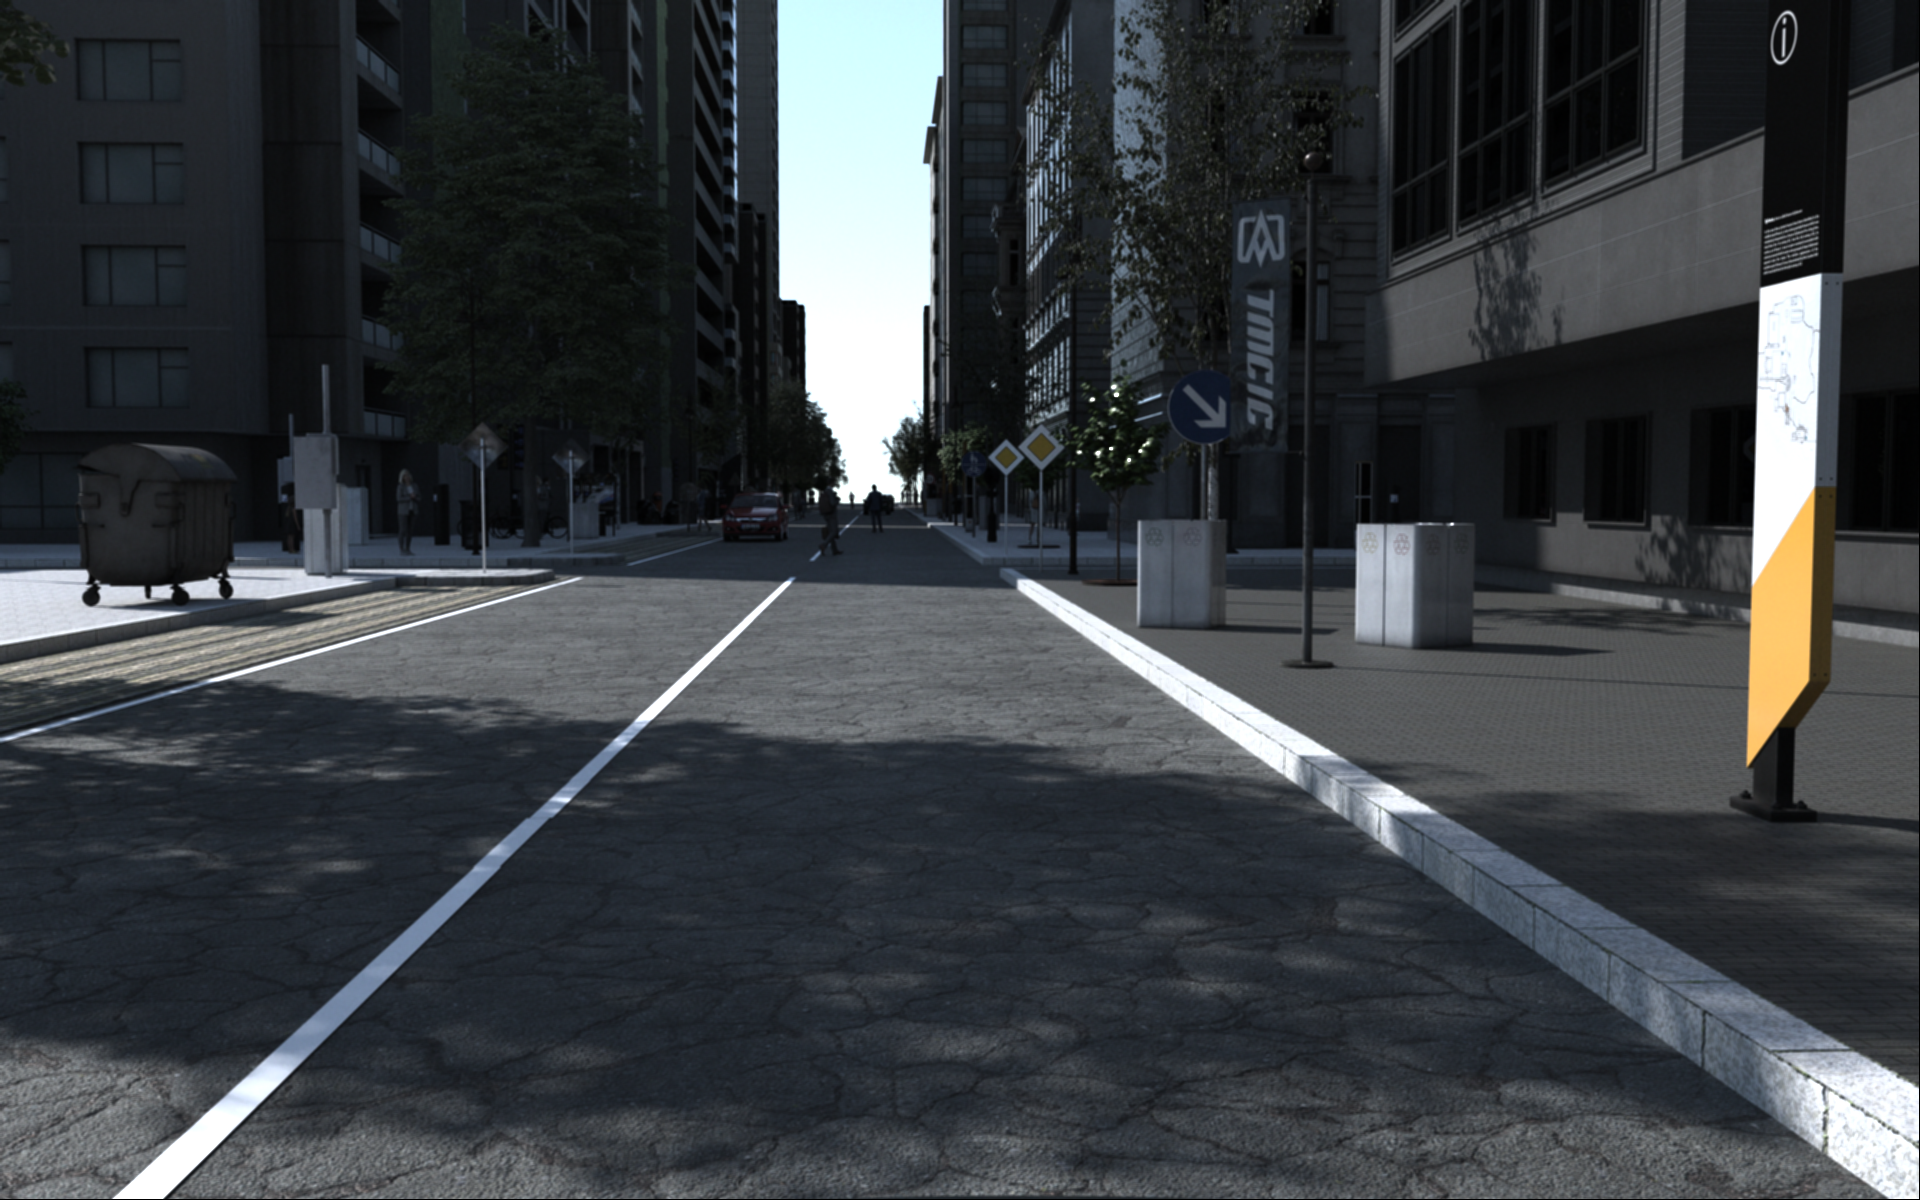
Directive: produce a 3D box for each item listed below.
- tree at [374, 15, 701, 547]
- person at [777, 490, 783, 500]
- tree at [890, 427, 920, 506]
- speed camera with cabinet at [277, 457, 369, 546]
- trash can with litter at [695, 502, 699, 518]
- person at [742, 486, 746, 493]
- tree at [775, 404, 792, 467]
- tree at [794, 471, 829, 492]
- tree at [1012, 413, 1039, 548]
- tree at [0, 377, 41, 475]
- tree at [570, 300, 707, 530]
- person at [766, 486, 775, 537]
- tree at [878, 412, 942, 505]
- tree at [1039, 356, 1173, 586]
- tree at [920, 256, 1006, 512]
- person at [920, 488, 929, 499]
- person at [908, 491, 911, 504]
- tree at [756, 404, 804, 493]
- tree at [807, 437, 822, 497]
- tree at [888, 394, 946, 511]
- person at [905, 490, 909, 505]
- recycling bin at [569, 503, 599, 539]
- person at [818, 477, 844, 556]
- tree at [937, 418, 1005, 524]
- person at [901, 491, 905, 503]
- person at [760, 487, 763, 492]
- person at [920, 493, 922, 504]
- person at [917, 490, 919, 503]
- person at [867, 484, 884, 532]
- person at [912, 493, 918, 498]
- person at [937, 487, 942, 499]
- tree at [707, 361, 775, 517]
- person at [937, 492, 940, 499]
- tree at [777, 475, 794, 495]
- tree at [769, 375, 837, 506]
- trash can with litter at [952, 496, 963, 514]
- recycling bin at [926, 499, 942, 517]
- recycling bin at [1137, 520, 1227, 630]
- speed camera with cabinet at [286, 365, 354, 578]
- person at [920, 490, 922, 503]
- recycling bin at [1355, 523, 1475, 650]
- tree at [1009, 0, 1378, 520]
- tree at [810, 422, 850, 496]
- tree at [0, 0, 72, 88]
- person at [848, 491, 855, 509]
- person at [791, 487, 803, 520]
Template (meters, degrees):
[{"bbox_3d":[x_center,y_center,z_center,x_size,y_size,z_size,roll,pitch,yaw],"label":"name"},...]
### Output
[{"bbox_3d":[-10.001,-7.564,41.792,7.486,12.596,7.792,0,3,0],"label":"tree"},{"bbox_3d":[-19.347,-10.912,185.398,0.756,1.711,0.436,-3,4,-38],"label":"person"},{"bbox_3d":[-5.094,-14.184,182.268,4.360,8.622,3.978,0,3,0],"label":"tree"},{"bbox_3d":[-15.838,-2.982,43.089,2.038,3.252,0.660,0,4,-5],"label":"speed camera with cabinet"},{"bbox_3d":[-13.626,-4.987,92.919,1.055,1.170,0.624,-2,4,-28],"label":"trash can with litter"},{"bbox_3d":[-16.296,-7.649,130.738,0.705,1.869,1.348,1,4,21],"label":"person"},{"bbox_3d":[-14.478,-10.650,124.496,4.737,8.622,4.395,0,3,0],"label":"tree"},{"bbox_3d":[-18.670,-13.663,207.099,4.285,4.588,4.351,0,3,0],"label":"tree"},{"bbox_3d":[1.811,-2.865,41.442,1.663,3.219,1.824,0,3,0],"label":"tree"},{"bbox_3d":[-21.731,-3.291,37.519,4.285,4.588,4.351,0,3,0],"label":"tree"},{"bbox_3d":[-12.066,-6.832,62.073,4.737,8.622,4.395,0,3,0],"label":"tree"},{"bbox_3d":[-6.387,-2.970,58.058,0.512,1.701,0.522,1,4,22],"label":"person"},{"bbox_3d":[-5.282,-16.057,196.935,7.601,10.594,8.767,1,4,21],"label":"tree"},{"bbox_3d":[2.316,-1.823,24.412,1.663,3.219,1.824,0,3,0],"label":"tree"},{"bbox_3d":[1.292,-6.379,54.661,4.360,8.622,3.978,0,3,0],"label":"tree"},{"bbox_3d":[-3.028,-9.225,156.952,1.350,1.814,0.705,-1,4,-19],"label":"person"},{"bbox_3d":[-6.387,-13.369,225.353,0.721,1.735,1.217,-3,4,-36],"label":"person"},{"bbox_3d":[-14.706,-11.531,138.895,4.360,8.622,3.978,0,3,0],"label":"tree"},{"bbox_3d":[-18.744,-16.174,214.808,4.737,8.622,4.395,0,3,0],"label":"tree"},{"bbox_3d":[-2.831,-10.887,128.366,4.737,8.622,4.395,0,3,0],"label":"tree"},{"bbox_3d":[-5.910,-11.626,196.579,0.568,1.767,0.683,0,4,-8],"label":"person"},{"bbox_3d":[-10.773,-2.260,49.501,0.722,1.027,0.722,0,4,8],"label":"recycling bin"},{"bbox_3d":[-3.056,-1.960,40.516,0.822,1.834,0.622,-3,5,-40],"label":"person"},{"bbox_3d":[0.637,-5.578,74.922,4.285,4.588,4.351,0,3,0],"label":"tree"},{"bbox_3d":[-8.174,-14.972,250.707,0.599,1.838,0.709,3,4,37],"label":"person"},{"bbox_3d":[-15.345,-7.829,134.136,0.705,1.814,1.350,1,4,19],"label":"person"},{"bbox_3d":[-4.979,-13.110,223.659,0.557,1.426,1.065,0,4,-5],"label":"person"},{"bbox_3d":[-6.132,-14.856,249.018,0.705,1.814,1.350,-1,4,-12],"label":"person"},{"bbox_3d":[-3.169,-3.463,65.308,0.721,1.800,0.419,-1,4,-23],"label":"person"},{"bbox_3d":[-6.099,-14.128,237.829,1.217,1.735,0.721,1,4,8],"label":"person"},{"bbox_3d":[-1.169,-6.644,115.395,0.721,1.743,1.217,-3,5,-40],"label":"person"},{"bbox_3d":[-13.574,-8.866,95.323,4.737,8.622,4.395,0,3,0],"label":"tree"},{"bbox_3d":[-2.355,-11.853,199.859,1.348,1.821,0.705,0,4,-7],"label":"person"},{"bbox_3d":[-17.144,-10.805,171.258,1.663,3.219,1.824,0,3,0],"label":"tree"},{"bbox_3d":[-17.878,-17.046,185.358,9.857,13.997,8.962,0,3,0],"label":"tree"},{"bbox_3d":[-0.285,-6.040,110.146,0.624,1.170,1.055,3,5,45],"label":"trash can with litter"},{"bbox_3d":[-1.433,-5.243,98.275,0.722,1.027,0.722,3,4,38],"label":"recycling bin"},{"bbox_3d":[2.154,-0.258,16.775,0.722,1.027,0.722,1,4,21],"label":"recycling bin"},{"bbox_3d":[-10.047,-2.010,27.206,0.660,3.252,2.038,-1,4,-14],"label":"speed camera with cabinet"},{"bbox_3d":[-5.151,-13.990,234.786,0.705,1.822,1.348,1,4,17],"label":"person"},{"bbox_3d":[3.865,-0.133,14.728,0.722,1.027,0.722,-2,4,-33],"label":"recycling bin"},{"bbox_3d":[2.754,-4.276,20.279,4.360,8.622,3.978,0,3,0],"label":"tree"},{"bbox_3d":[-21.741,-21.509,268.682,9.611,12.733,9.660,0,3,0],"label":"tree"},{"bbox_3d":[-9.507,-5.699,11.300,7.486,12.596,7.792,0,3,0],"label":"tree"},{"bbox_3d":[-10.755,-9.917,171.578,0.756,1.711,0.436,-2,4,-26],"label":"person"},{"bbox_3d":[-9.175,-5.422,97.263,0.709,1.813,0.853,0,4,8],"label":"person"}]
